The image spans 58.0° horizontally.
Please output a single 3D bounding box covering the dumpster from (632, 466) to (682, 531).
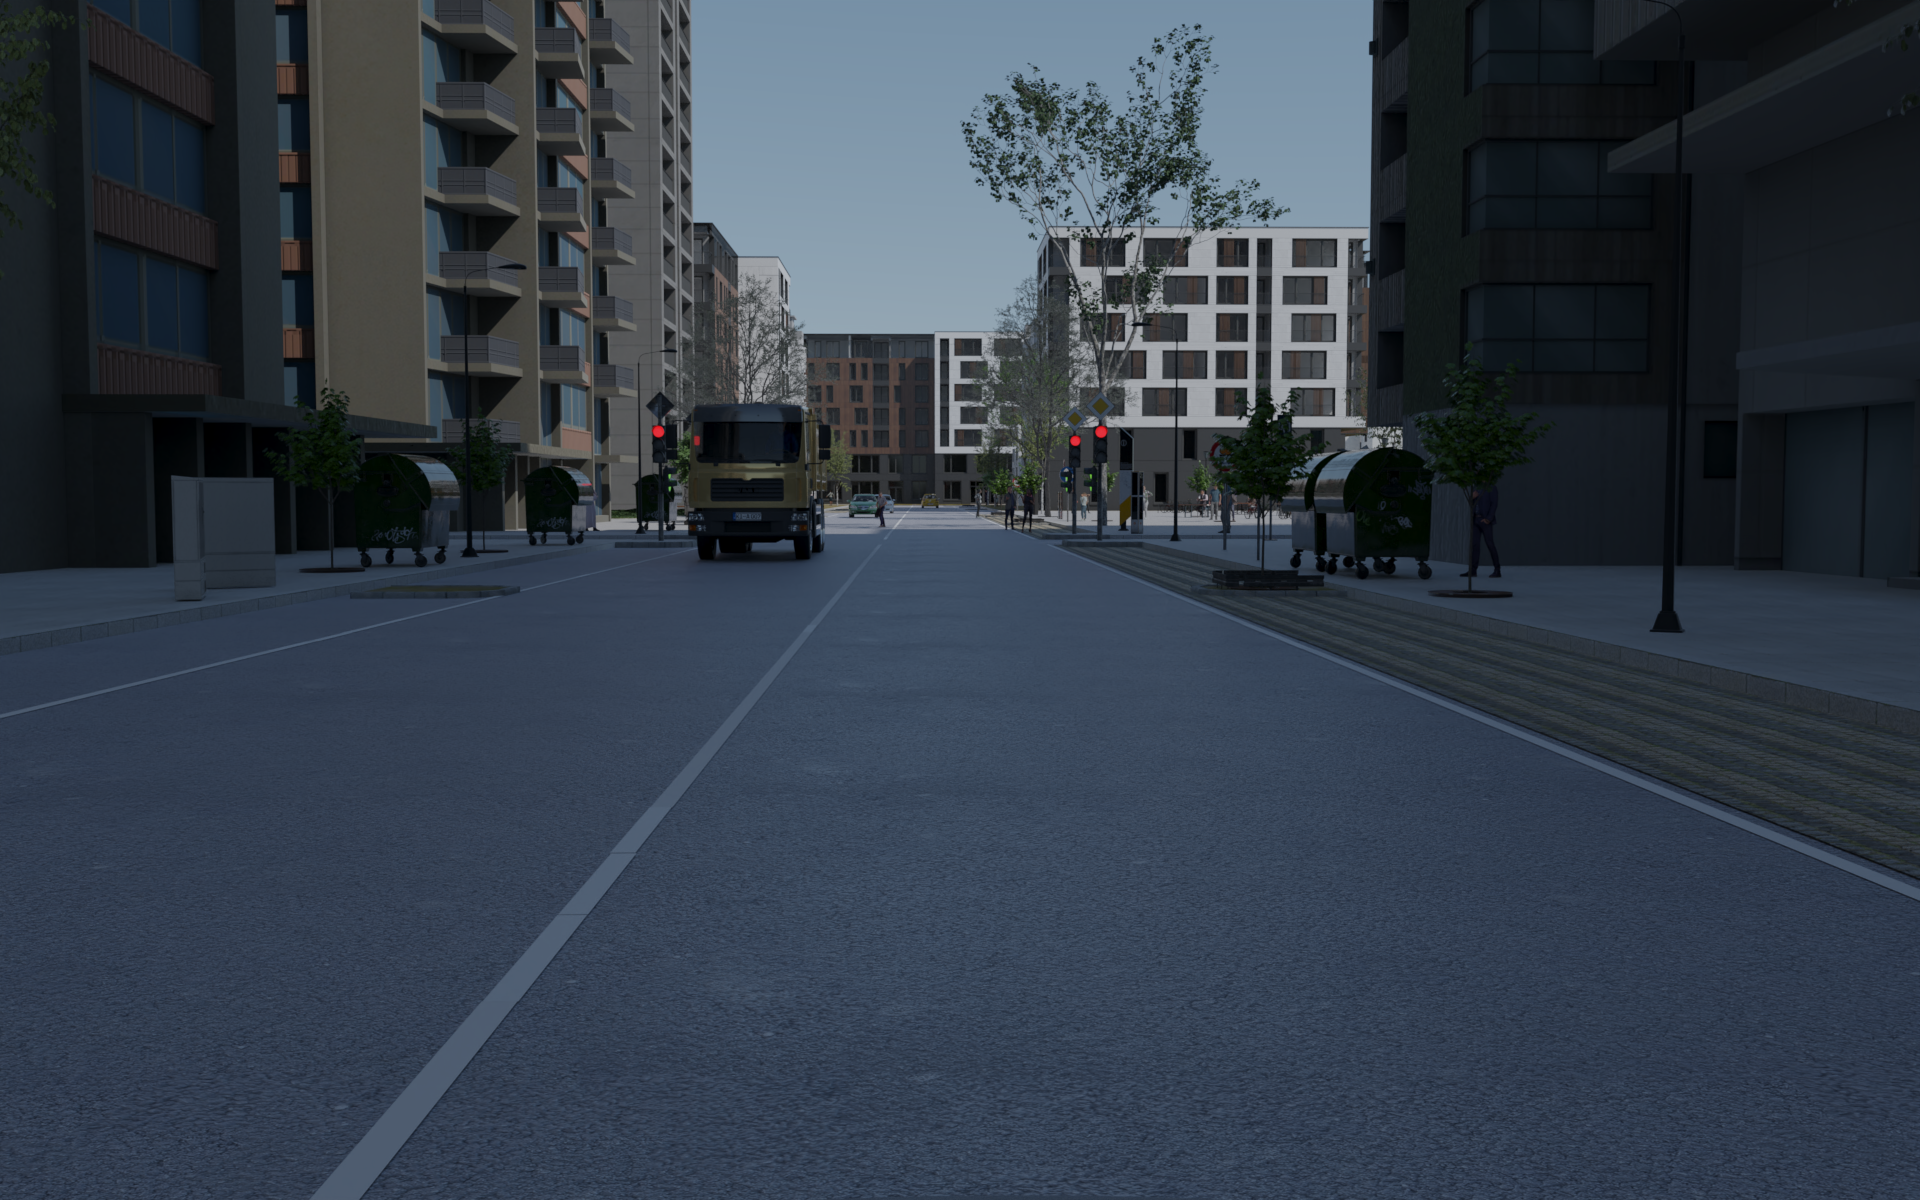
[{"bbox_3d":[-10.577,-3.547,60.484,1.502,2.255,1.985,0,4,-1],"label":"dumpster"}]

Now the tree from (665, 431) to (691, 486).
[{"bbox_3d":[-11.637,-5.718,77.198,4.285,4.588,4.351,0,3,0],"label":"tree"}]

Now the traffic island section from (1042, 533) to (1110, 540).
[{"bbox_3d":[3.703,-2.048,55.772,2.009,0.180,2.903,0,4,-1],"label":"traffic island section"}]

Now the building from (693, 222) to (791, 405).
[{"bbox_3d":[-29.473,-18.507,146.564,27.936,21.610,32.646,0,4,-1],"label":"building"}]

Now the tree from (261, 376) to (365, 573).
[{"bbox_3d":[-10.373,-2.082,28.640,1.663,3.219,1.824,0,3,0],"label":"tree"}]

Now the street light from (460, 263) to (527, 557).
[{"bbox_3d":[-9.423,-3.822,35.026,1.470,5.913,1.316,0,4,-1],"label":"street light"}]

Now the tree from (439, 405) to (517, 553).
[{"bbox_3d":[-10.583,-2.649,37.915,1.663,3.219,1.824,0,3,0],"label":"tree"}]

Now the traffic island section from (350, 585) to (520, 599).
[{"bbox_3d":[-7.391,-0.114,24.731,1.991,0.108,1.994,0,4,-1],"label":"traffic island section"}]

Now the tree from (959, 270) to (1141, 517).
[{"bbox_3d":[4.752,-11.356,96.043,12.009,13.543,11.850,0,3,0],"label":"tree"}]

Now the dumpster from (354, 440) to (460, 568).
[{"bbox_3d":[-9.943,-1.742,30.971,1.502,2.255,1.985,0,4,-1],"label":"dumpster"}]

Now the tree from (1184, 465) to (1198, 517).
[{"bbox_3d":[13.470,-6.326,98.038,1.663,3.219,1.824,0,3,0],"label":"tree"}]

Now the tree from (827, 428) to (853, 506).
[{"bbox_3d":[-13.557,-14.703,190.762,4.737,8.622,4.395,0,3,0],"label":"tree"}]

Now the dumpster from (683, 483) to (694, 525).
[{"bbox_3d":[-10.782,-4.041,71.827,1.264,1.857,1.865,0,4,-1],"label":"dumpster"}]

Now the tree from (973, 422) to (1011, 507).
[{"bbox_3d":[3.425,-13.554,171.976,4.360,8.622,3.978,0,3,0],"label":"tree"}]

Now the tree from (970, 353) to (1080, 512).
[{"bbox_3d":[4.902,-12.096,123.526,9.928,11.665,9.643,0,3,0],"label":"tree"}]

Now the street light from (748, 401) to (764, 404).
[{"bbox_3d":[-10.523,-6.994,86.898,1.470,5.913,1.316,0,4,-1],"label":"street light"}]

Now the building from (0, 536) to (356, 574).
[{"bbox_3d":[-27.532,-23.081,31.994,28.867,44.769,22.147,0,4,-1],"label":"building"}]

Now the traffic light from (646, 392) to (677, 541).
[{"bbox_3d":[-8.182,-3.577,47.398,0.839,4.253,0.868,0,4,-1],"label":"traffic light"}]

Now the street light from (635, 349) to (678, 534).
[{"bbox_3d":[-9.732,-5.075,55.524,1.470,5.913,1.316,0,4,-1],"label":"street light"}]

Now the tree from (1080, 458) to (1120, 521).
[{"bbox_3d":[6.765,-5.311,81.434,1.663,3.219,1.824,0,3,0],"label":"tree"}]

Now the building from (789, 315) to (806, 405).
[{"bbox_3d":[-24.019,-19.856,181.059,16.016,20.091,11.380,0,4,-1],"label":"building"}]

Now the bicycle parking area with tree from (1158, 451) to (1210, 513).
[{"bbox_3d":[17.505,-8.033,118.339,9.016,4.147,8.231,2,4,34],"label":"bicycle parking area with tree"}]

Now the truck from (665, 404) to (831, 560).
[{"bbox_3d":[-4.560,-2.697,40.021,3.469,3.379,9.791,0,4,-2],"label":"truck"}]

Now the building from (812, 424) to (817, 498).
[{"bbox_3d":[-30.765,-15.776,200.088,28.070,9.664,9.099,0,4,-1],"label":"building"}]

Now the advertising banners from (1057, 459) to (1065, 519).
[{"bbox_3d":[5.164,-5.629,88.214,0.090,3.025,2.074,0,4,-6],"label":"advertising banners"}]

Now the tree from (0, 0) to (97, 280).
[{"bbox_3d":[-11.029,-4.131,17.910,4.737,8.622,4.395,0,3,0],"label":"tree"}]

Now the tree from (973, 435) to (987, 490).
[{"bbox_3d":[3.234,-14.982,195.310,4.737,8.622,4.395,0,3,0],"label":"tree"}]

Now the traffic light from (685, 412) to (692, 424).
[{"bbox_3d":[-8.355,-4.065,55.381,0.839,4.253,0.868,0,4,-1],"label":"traffic light"}]

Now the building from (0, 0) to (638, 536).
[{"bbox_3d":[-25.697,-25.459,70.873,22.147,44.769,28.867,0,4,-1],"label":"building"}]

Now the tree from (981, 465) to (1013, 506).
[{"bbox_3d":[3.848,-11.994,179.809,4.285,4.588,4.351,0,3,0],"label":"tree"}]

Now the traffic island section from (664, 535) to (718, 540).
[{"bbox_3d":[-8.396,-2.033,55.515,2.009,0.180,2.903,0,4,-1],"label":"traffic island section"}]

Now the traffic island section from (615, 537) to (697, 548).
[{"bbox_3d":[-8.222,-1.544,47.532,2.009,0.180,2.903,0,4,-1],"label":"traffic island section"}]

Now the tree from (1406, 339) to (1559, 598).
[{"bbox_3d":[6.378,-1.667,21.849,1.663,3.219,1.824,0,3,0],"label":"tree"}]

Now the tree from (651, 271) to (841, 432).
[{"bbox_3d":[-11.680,-11.264,94.532,12.009,13.543,11.850,0,3,0],"label":"tree"}]

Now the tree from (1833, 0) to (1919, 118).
[{"bbox_3d":[7.701,-3.659,10.187,4.360,8.622,3.978,0,3,0],"label":"tree"}]

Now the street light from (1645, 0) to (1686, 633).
[{"bbox_3d":[6.056,-2.656,15.971,1.470,5.913,1.316,0,4,-1],"label":"street light"}]

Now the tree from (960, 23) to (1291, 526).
[{"bbox_3d":[7.118,-13.039,69.081,12.611,20.169,13.585,0,3,0],"label":"tree"}]

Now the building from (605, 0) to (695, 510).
[{"bbox_3d":[-26.246,-41.295,113.430,20.563,71.187,20.611,0,4,-1],"label":"building"}]

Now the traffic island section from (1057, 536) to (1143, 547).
[{"bbox_3d":[3.877,-1.560,47.789,2.009,0.180,2.903,0,4,-1],"label":"traffic island section"}]

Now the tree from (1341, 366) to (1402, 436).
[{"bbox_3d":[17.620,-7.319,70.025,4.360,8.622,3.978,0,3,0],"label":"tree"}]

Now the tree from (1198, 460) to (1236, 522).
[{"bbox_3d":[12.305,-5.211,79.802,1.663,3.219,1.824,0,3,0],"label":"tree"}]

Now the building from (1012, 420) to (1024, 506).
[{"bbox_3d":[10.868,-15.201,190.676,9.099,9.664,28.070,0,4,-1],"label":"building"}]

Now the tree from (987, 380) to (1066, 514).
[{"bbox_3d":[5.115,-9.862,111.601,4.737,8.622,4.395,0,3,0],"label":"tree"}]

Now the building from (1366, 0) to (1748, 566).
[{"bbox_3d":[16.043,-16.225,36.986,14.160,30.474,14.107,0,4,-1],"label":"building"}]

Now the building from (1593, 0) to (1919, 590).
[{"bbox_3d":[24.434,-26.084,15.721,28.713,52.752,27.495,0,4,-1],"label":"building"}]

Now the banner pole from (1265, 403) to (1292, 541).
[{"bbox_3d":[8.823,-3.543,47.939,0.863,3.779,0.401,-1,4,-17],"label":"banner pole"}]

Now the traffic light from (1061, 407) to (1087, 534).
[{"bbox_3d":[3.663,-4.082,55.657,0.839,4.253,0.868,0,4,-1],"label":"traffic light"}]

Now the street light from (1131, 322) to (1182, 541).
[{"bbox_3d":[5.321,-4.549,46.921,1.470,5.913,1.316,0,4,-1],"label":"street light"}]

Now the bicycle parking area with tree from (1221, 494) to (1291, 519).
[{"bbox_3d":[19.527,-6.283,89.724,8.231,4.147,9.016,3,5,45],"label":"bicycle parking area with tree"}]

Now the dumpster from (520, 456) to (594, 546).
[{"bbox_3d":[-10.194,-2.525,43.781,1.502,2.255,1.985,0,4,-1],"label":"dumpster"}]

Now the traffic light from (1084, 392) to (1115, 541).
[{"bbox_3d":[3.836,-3.593,47.674,0.839,4.253,0.868,0,4,-1],"label":"traffic light"}]
